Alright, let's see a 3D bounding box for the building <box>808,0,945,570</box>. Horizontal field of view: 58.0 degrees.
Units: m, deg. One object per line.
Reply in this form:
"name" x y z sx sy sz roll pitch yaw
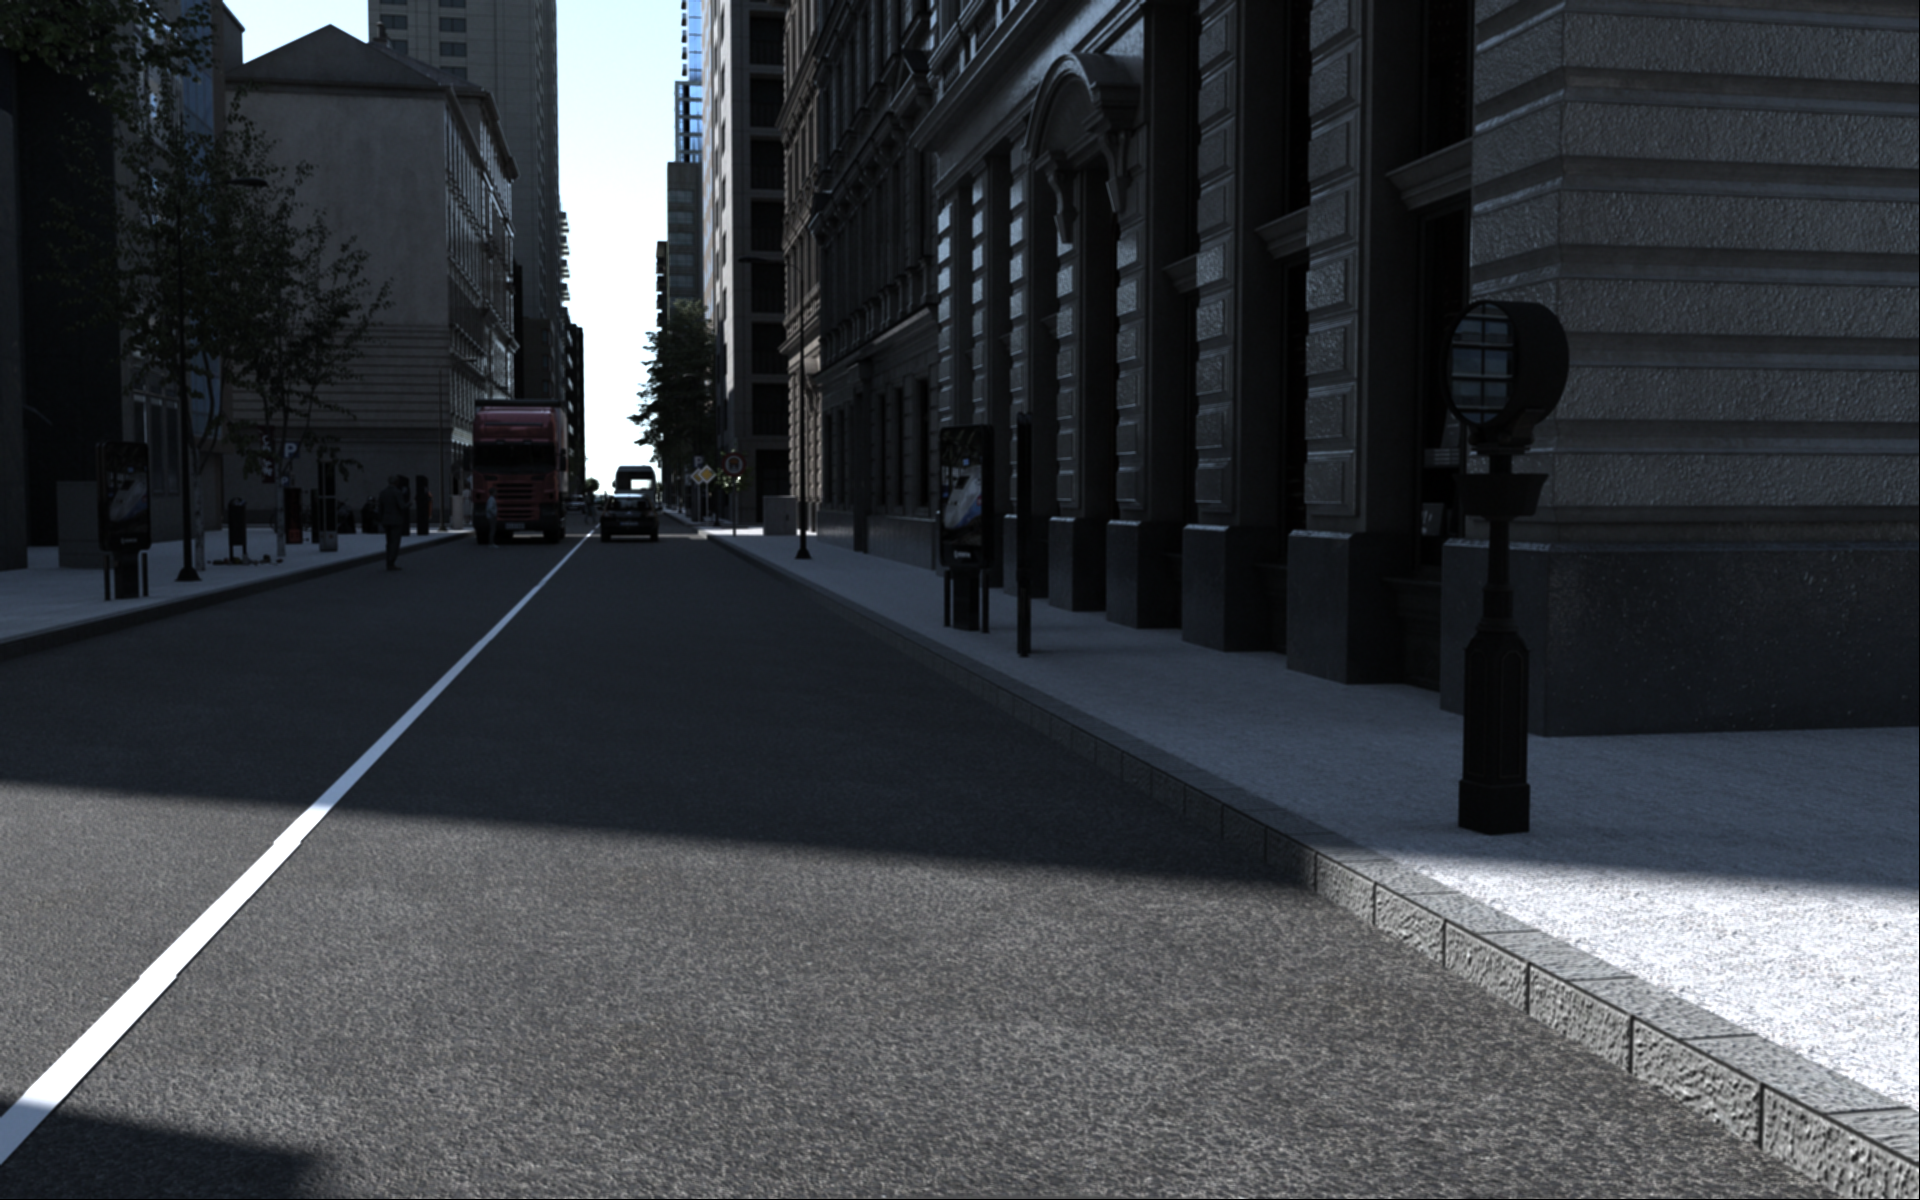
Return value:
"building" 2.445 -10.626 38.370 10.561 19.102 19.286 -1 4 -11

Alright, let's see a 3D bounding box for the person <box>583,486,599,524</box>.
"person" -17.604 -4.531 82.569 0.713 1.824 0.794 -1 4 -19

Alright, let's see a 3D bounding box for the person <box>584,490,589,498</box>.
"person" -36.221 -9.794 168.614 1.348 1.826 0.705 3 4 37

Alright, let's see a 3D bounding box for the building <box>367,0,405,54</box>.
"building" -57.817 -46.949 205.874 20.563 71.187 20.611 -1 4 -11

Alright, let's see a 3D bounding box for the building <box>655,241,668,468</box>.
"building" -40.178 -39.048 293.060 22.147 44.769 28.867 -1 4 -11

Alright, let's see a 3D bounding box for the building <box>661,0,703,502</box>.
"building" -34.156 -58.094 262.515 22.319 86.520 31.000 -1 4 -11

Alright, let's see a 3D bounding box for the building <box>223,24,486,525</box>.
"building" -28.027 -14.224 81.720 9.793 20.994 18.267 -1 4 -11

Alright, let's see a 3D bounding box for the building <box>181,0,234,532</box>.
"building" -31.552 -24.606 52.426 14.200 45.320 14.600 -1 4 -11

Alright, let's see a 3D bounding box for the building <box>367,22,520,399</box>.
"building" -33.114 -18.675 102.594 12.463 27.353 25.104 -1 4 -11

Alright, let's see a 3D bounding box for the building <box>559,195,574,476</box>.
"building" -70.518 -39.334 262.718 23.786 49.044 30.456 -1 4 -11

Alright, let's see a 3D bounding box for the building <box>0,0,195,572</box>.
"building" -28.019 -43.881 30.121 22.319 86.520 31.000 -1 4 -11

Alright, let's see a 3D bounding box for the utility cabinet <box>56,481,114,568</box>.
"utility cabinet" -15.023 -1.303 29.982 1.173 1.500 0.318 1 4 16

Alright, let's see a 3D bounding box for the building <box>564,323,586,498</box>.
"building" -69.484 -31.506 286.824 14.160 30.474 14.107 -1 4 -11

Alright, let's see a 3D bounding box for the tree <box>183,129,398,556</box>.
"tree" -13.858 -5.195 35.301 4.360 8.622 3.978 0 3 0

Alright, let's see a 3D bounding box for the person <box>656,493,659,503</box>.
"person" -45.170 -15.444 259.339 0.721 1.735 1.217 3 5 45

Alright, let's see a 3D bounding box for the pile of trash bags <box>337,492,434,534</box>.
"pile of trash bags" -18.964 -2.865 56.602 3.447 1.369 1.912 -1 4 -10

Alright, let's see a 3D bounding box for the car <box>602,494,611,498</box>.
"car" -47.416 -13.569 232.076 2.015 1.641 3.980 -1 4 -12

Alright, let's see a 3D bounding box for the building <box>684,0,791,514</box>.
"building" -11.913 -42.916 139.928 20.563 71.187 20.611 -1 4 -11

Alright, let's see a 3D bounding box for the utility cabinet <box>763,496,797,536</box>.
"utility cabinet" -5.594 -2.610 53.835 1.020 1.237 0.306 -2 4 -27

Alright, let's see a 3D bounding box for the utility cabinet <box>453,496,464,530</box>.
"utility cabinet" -17.992 -3.114 62.072 0.306 1.237 1.020 -1 4 -12

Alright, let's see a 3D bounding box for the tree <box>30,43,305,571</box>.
"tree" -12.712 -4.778 28.485 4.737 8.622 4.395 0 3 0

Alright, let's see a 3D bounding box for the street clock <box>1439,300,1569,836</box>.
"street clock" 2.040 -0.122 6.561 0.358 2.002 0.471 -1 4 -22

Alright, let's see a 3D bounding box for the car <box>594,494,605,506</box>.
"car" -42.258 -11.765 201.160 1.959 1.807 4.718 -1 4 -9

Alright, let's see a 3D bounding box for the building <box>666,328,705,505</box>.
"building" -19.133 -21.538 197.187 27.650 21.520 28.899 -1 4 -11

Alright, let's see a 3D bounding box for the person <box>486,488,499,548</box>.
"person" -12.421 -2.185 46.030 0.330 1.601 0.589 -1 4 -11

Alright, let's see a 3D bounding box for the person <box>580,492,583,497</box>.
"person" -58.536 -15.963 267.728 0.721 1.739 1.217 -2 4 -28

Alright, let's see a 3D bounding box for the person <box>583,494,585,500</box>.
"person" -55.763 -15.373 257.399 0.705 1.822 1.348 0 4 8

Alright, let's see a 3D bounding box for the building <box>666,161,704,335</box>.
"building" -29.442 -32.601 216.626 14.154 41.232 14.086 -1 4 -11

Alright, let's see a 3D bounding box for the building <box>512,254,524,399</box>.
"building" -37.778 -17.932 122.868 12.332 23.373 15.834 -1 4 -11

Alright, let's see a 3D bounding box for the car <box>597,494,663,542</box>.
"car" -10.130 -2.653 53.155 2.009 1.686 4.222 -1 4 -10

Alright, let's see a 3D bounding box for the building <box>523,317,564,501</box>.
"building" -56.555 -20.638 182.476 27.650 21.520 28.899 -1 4 -11

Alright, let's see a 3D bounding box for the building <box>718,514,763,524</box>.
"building" -1.410 -39.540 84.736 20.611 71.187 20.563 -1 4 -11

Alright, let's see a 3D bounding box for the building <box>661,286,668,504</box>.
"building" -34.315 -28.696 240.875 14.160 30.474 14.107 -1 4 -11

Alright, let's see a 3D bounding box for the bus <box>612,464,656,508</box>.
"bus" -22.079 -7.495 117.398 2.948 3.499 13.247 -1 4 -11

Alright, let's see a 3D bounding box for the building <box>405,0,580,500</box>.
"building" -63.124 -48.864 237.185 20.563 71.187 20.611 -1 4 -11

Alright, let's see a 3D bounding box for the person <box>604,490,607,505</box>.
"person" -34.520 -9.784 168.550 0.705 1.814 1.350 -1 4 -10

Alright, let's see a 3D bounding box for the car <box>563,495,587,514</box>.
"car" -28.157 -6.962 126.408 1.945 1.354 3.894 -1 4 -10

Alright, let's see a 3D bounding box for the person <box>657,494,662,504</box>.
"person" -39.457 -13.324 227.172 0.721 1.723 1.217 -3 5 -40

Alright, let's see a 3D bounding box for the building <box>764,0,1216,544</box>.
"building" -0.156 -13.994 57.683 11.050 23.489 19.941 -1 4 -11

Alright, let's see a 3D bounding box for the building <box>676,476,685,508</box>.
"building" -11.742 -29.299 170.926 32.217 40.220 23.993 -1 4 -11

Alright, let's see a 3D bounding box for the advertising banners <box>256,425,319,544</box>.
"advertising banners" -17.109 -2.954 44.482 0.090 3.025 2.074 2 4 35

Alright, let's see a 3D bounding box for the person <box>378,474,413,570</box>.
"person" -10.661 -1.473 32.756 0.661 1.801 0.590 2 4 27

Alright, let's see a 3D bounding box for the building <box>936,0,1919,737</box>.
"building" 6.051 -11.590 18.368 11.050 23.489 19.941 -1 4 -11

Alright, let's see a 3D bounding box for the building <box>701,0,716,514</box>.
"building" -9.855 -28.452 115.294 14.600 45.320 14.200 -1 4 -11

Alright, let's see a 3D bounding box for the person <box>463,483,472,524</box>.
"person" -21.103 -4.112 73.847 0.524 1.755 0.480 2 4 25

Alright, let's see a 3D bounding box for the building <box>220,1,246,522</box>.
"building" -45.397 -17.282 76.076 24.014 27.812 14.314 -1 4 -11
